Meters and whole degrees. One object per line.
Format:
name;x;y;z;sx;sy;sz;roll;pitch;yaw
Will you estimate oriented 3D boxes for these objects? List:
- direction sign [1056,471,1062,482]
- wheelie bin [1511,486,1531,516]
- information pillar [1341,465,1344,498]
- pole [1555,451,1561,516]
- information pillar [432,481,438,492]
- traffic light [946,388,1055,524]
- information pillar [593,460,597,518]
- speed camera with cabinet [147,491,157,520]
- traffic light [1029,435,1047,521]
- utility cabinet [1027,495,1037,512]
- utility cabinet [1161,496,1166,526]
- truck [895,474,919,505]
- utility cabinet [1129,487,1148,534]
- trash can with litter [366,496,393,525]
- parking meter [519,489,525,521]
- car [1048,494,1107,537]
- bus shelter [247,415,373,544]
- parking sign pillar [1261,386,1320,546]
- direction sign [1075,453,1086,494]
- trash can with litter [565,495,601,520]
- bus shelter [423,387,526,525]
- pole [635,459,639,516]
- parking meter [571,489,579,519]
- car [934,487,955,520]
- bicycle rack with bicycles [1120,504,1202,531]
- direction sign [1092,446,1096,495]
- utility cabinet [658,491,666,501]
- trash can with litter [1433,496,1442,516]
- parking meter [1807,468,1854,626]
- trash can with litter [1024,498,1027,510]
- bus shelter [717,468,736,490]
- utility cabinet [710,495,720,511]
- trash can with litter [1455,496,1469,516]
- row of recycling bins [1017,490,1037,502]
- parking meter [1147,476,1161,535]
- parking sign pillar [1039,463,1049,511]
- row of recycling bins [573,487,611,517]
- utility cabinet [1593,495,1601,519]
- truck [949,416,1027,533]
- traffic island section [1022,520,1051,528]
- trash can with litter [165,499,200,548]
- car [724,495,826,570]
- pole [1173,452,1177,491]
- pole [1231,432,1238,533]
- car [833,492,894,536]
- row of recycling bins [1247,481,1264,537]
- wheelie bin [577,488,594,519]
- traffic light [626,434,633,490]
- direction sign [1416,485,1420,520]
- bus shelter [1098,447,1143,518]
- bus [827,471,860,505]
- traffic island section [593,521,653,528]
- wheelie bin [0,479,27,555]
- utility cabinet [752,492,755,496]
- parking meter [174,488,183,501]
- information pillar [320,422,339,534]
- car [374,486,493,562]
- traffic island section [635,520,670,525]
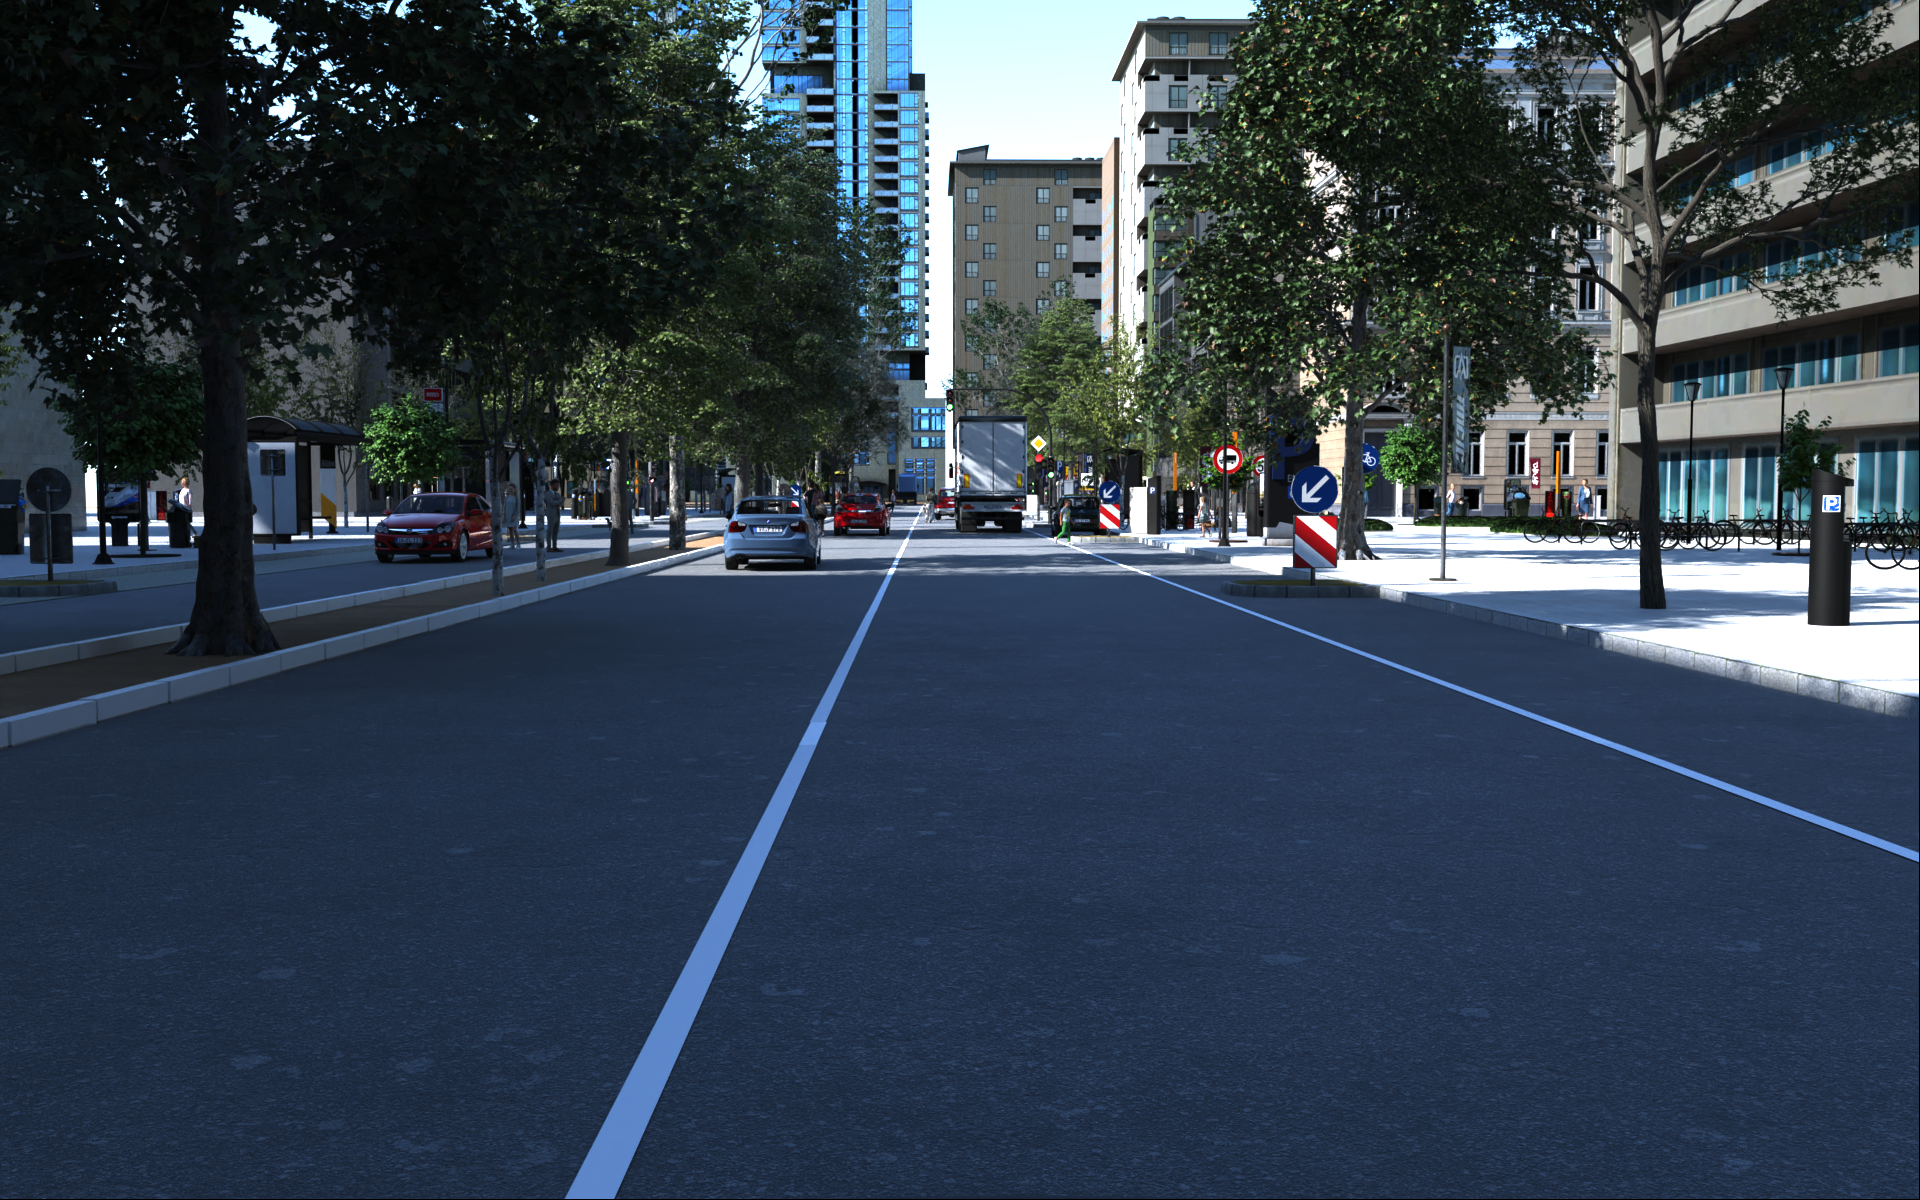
direction sign;8.954;-10.138;157.750;0.379;3.537;0.876;3;5;43
wheelie bin;23.310;-3.921;72.009;0.693;1.594;0.980;0;3;0
information pillar;9.909;-2.428;44.193;0.304;2.012;0.304;0;4;1
pole;28.384;-5.402;82.173;0.158;3.312;0.155;0;3;0
information pillar;-22.598;-4.302;74.828;0.304;2.012;0.304;1;4;15
traffic light;1.778;-6.104;74.474;4.771;5.953;1.251;0;4;-1
information pillar;-19.875;-6.292;94.235;0.183;3.616;0.504;-1;4;-12
speed camera with cabinet;-40.426;-5.583;85.624;0.660;3.252;2.038;3;4;36
traffic light;3.724;-5.732;82.636;0.839;4.253;0.868;0;4;-1
utility cabinet;5.240;-6.893;123.869;1.020;1.237;0.306;3;5;44
utility cabinet;8.114;-3.558;69.331;0.306;1.237;1.020;1;4;10
truck;-6.884;-14.273;223.128;2.967;4.110;18.799;0;4;-1
utility cabinet;5.896;-2.892;55.968;0.318;1.500;1.173;-1;4;-22
trash can with litter;-23.780;-3.727;71.990;1.678;1.210;2.233;-1;4;-23
parking meter;-20.984;-4.552;82.829;0.372;1.533;0.369;0;3;0
car;3.998;-2.981;58.531;2.009;1.686;4.222;0;4;1
bus shelter;-17.872;-3.256;47.159;2.014;3.302;5.546;0;4;-1
parking sign pillar;8.240;-3.336;43.021;1.447;3.967;1.447;-1;4;-9
direction sign;6.667;-6.321;95.345;0.876;3.537;0.379;3;5;40
trash can with litter;-18.533;-4.541;85.302;1.678;1.210;2.233;-1;4;-16
bus shelter;-19.086;-5.509;67.706;2.179;5.291;8.768;0;4;-1
pole;-18.592;-6.475;99.710;0.158;3.312;0.155;0;3;0
parking meter;-19.910;-4.961;89.519;0.372;1.533;0.369;0;3;0
car;-0.387;-5.406;97.053;2.281;1.827;5.304;0;4;1
bicycle rack with bicycles;7.256;-2.913;61.008;2.852;0.926;2.925;-2;4;-26
direction sign;6.376;-5.514;82.144;0.379;3.537;0.876;1;4;16
utility cabinet;-21.030;-6.974;122.710;0.318;1.500;1.173;0;4;-2
trash can with litter;23.636;-4.523;85.333;0.624;1.170;1.055;1;4;18
parking meter;8.519;-0.522;16.943;0.372;1.533;0.369;0;3;0
trash can with litter;5.343;-7.690;137.116;0.624;1.170;1.055;1;4;23
bus shelter;-17.969;-8.769;137.299;2.014;3.302;5.546;0;4;-1
utility cabinet;-19.794;-7.824;139.089;0.306;1.237;1.020;-2;4;-26
trash can with litter;23.977;-4.403;83.370;0.624;1.170;1.055;-2;4;-29
row of recycling bins;5.504;-9.036;154.851;3.534;1.692;1.069;3;4;38
parking meter;6.126;-2.998;54.724;0.399;1.863;0.255;2;4;34
parking sign pillar;6.507;-8.891;133.847;1.447;3.967;1.447;2;4;30
row of recycling bins;-20.677;-5.593;98.560;1.069;1.692;3.534;2;4;28
utility cabinet;30.652;-4.414;83.334;0.306;1.237;1.020;1;4;18
truck;1.057;-4.813;67.604;2.839;4.237;11.283;0;4;-1
traffic island section;3.765;-3.698;82.751;2.009;0.180;2.903;0;4;-1
trash can with litter;-18.333;-1.826;41.246;1.055;1.170;0.624;0;4;-1
car;-3.652;-1.353;34.131;2.014;1.417;4.499;0;4;-3
pole;10.478;-5.537;84.368;0.158;3.312;0.155;0;3;0
pole;9.010;-3.849;56.778;0.158;3.312;0.155;0;3;0
car;-3.410;-3.166;60.802;2.155;1.783;4.494;0;4;1
row of recycling bins;9.490;-2.859;53.860;1.069;1.692;3.534;1;4;13
wheelie bin;-19.090;-4.926;88.443;0.693;1.594;0.980;1;4;13
traffic light;-14.490;-5.222;74.308;0.839;4.253;0.868;0;4;-1
direction sign;22.720;-5.746;85.940;0.379;3.537;0.876;1;4;10
bus shelter;8.252;-5.982;89.084;1.731;3.624;6.357;0;4;-1
bus;-12.526;-12.026;188.168;2.896;3.916;12.252;0;4;0
traffic island section;-14.530;-3.190;74.442;2.009;0.180;2.903;0;4;-1
wheelie bin;-20.302;-1.767;36.797;0.980;1.594;0.693;-1;4;-12
utility cabinet;-18.126;-8.749;151.725;0.318;1.500;1.173;0;4;-7
parking meter;-33.298;-4.002;73.841;0.372;1.533;0.369;0;3;0
information pillar;-20.471;-3.963;56.145;0.504;3.616;0.183;-3;4;-37
car;-11.338;-1.755;37.739;2.155;1.783;4.494;0;4;0
traffic island section;-14.674;-3.679;82.426;2.009;0.180;2.903;0;4;-1
